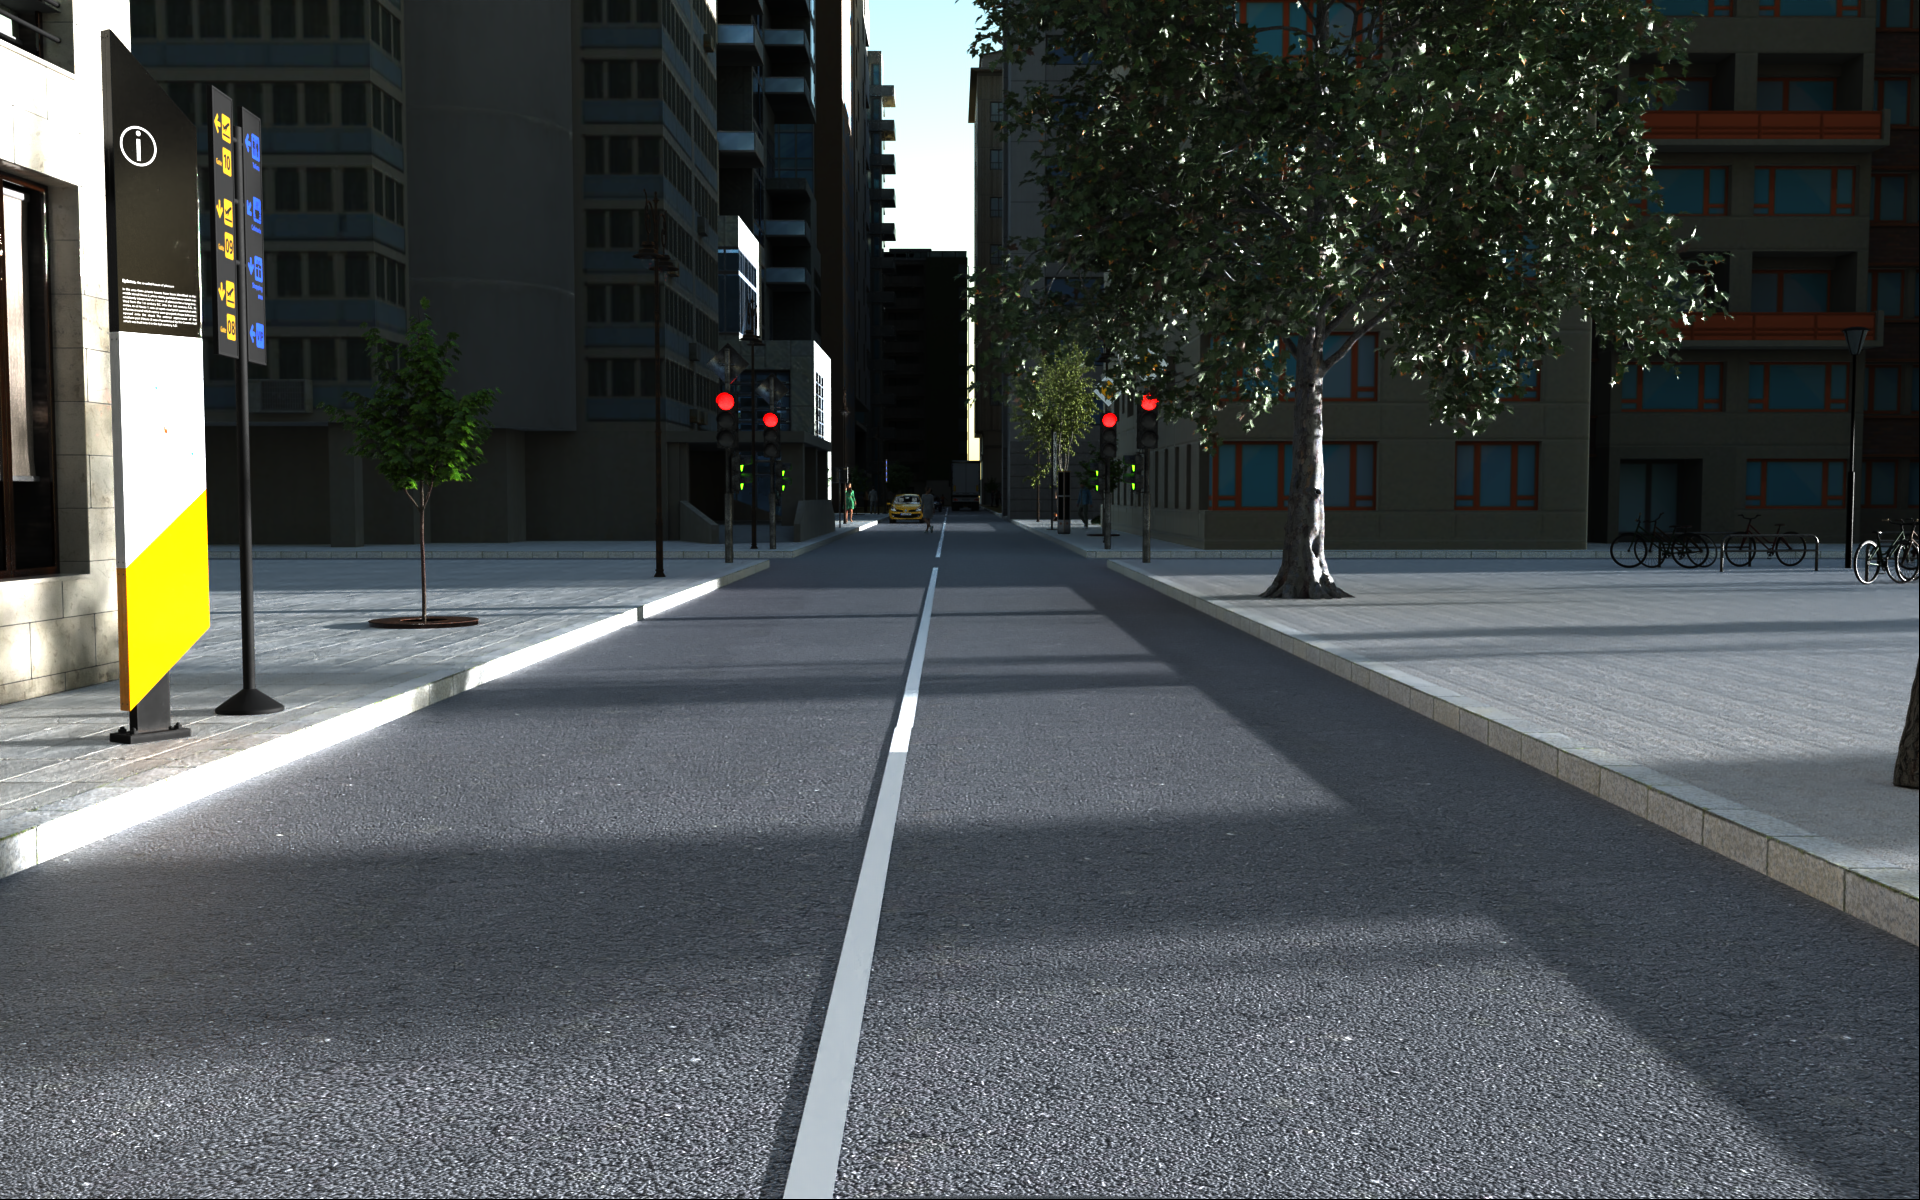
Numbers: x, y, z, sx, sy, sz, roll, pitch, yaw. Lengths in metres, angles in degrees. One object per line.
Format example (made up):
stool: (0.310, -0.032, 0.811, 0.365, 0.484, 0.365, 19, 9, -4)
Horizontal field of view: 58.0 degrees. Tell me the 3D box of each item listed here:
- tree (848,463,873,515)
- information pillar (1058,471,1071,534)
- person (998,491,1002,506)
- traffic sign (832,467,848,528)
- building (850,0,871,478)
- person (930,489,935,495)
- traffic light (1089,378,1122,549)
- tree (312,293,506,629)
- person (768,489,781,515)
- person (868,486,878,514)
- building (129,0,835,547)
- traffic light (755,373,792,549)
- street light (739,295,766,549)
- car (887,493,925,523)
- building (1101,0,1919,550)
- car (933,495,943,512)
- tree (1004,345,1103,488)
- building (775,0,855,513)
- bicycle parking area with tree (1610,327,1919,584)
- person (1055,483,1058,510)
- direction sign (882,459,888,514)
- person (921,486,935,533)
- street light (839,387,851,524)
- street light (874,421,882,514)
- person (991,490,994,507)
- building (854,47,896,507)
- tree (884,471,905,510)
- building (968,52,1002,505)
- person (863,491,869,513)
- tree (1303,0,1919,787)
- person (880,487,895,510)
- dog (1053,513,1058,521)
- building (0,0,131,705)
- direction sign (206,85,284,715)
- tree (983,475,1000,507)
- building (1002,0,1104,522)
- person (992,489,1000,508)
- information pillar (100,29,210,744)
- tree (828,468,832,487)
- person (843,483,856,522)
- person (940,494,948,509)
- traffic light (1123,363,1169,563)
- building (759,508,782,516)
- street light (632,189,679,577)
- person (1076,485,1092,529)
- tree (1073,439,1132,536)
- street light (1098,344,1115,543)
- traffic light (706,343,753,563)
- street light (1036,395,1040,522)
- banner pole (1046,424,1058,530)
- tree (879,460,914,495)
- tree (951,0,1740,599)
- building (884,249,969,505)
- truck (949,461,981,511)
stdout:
tree: (-6.400, -6.796, 105.723, 1.663, 3.219, 1.824, 0, 3, 0)
information pillar: (3.343, -3.128, 55.638, 0.304, 2.012, 0.304, -3, 5, -42)
person: (4.229, -10.737, 183.061, 0.593, 1.643, 0.415, -1, 4, -14)
traffic sign: (-4.551, -3.883, 65.619, 0.606, 2.300, 0.079, 1, 4, 9)
building: (-21.388, -33.908, 143.637, 28.713, 52.752, 27.495, 0, 4, 0)
person: (-2.614, -9.038, 155.902, 1.348, 1.869, 0.705, 0, 4, -4)
traffic light: (3.423, -3.140, 40.258, 0.839, 4.253, 0.868, 0, 4, 0)
tree: (-5.154, -1.357, 16.787, 1.663, 3.219, 1.824, 0, 3, 0)
person: (-6.974, -3.624, 65.636, 0.721, 1.781, 0.623, -3, 4, -37)
person: (-5.608, -6.446, 111.715, 0.678, 1.792, 0.850, 1, 4, 11)
building: (-20.391, -22.006, 51.684, 32.217, 40.220, 23.993, 0, 4, 0)
traffic light: (-4.338, -3.136, 40.199, 0.839, 4.253, 0.868, 0, 4, 0)
street light: (-4.828, -4.138, 40.440, 0.468, 5.910, 1.993, 0, 4, 0)
car: (-2.612, -4.643, 86.142, 2.015, 1.641, 3.980, 0, 4, 1)
building: (19.999, -12.724, 53.072, 28.899, 21.520, 27.650, 0, 4, 0)
car: (-2.325, -7.780, 139.783, 1.945, 1.354, 3.894, 0, 4, -1)
tree: (4.207, -7.702, 76.294, 4.737, 8.622, 4.395, 0, 3, 0)
building: (-14.793, -28.897, 122.581, 14.600, 45.320, 14.200, 0, 4, 0)
bicycle parking area with tree: (15.705, -2.467, 27.332, 9.016, 4.147, 8.231, 0, 4, 3)
person: (4.233, -4.058, 72.730, 0.599, 1.781, 0.374, -1, 4, -15)
direction sign: (-4.882, -7.389, 112.803, 0.379, 3.537, 0.876, 1, 4, 13)
person: (-1.135, -3.283, 62.924, 0.466, 1.731, 0.760, -2, 4, -32)
street light: (-4.973, -6.231, 74.671, 0.468, 5.910, 1.993, 0, 4, 0)
street light: (-5.135, -8.337, 109.102, 0.468, 5.910, 1.993, 0, 4, 0)
person: (3.166, -9.885, 168.584, 0.530, 1.710, 0.541, 2, 4, 30)
building: (-21.957, -34.159, 178.105, 30.456, 49.044, 23.786, 0, 4, 0)
tree: (-5.595, -9.119, 143.702, 1.663, 3.219, 1.824, 0, 3, 0)
building: (14.884, -38.177, 213.426, 27.495, 52.752, 28.713, 0, 4, 0)
person: (-6.510, -6.987, 120.380, 0.705, 1.812, 1.348, 1, 4, 18)
tree: (4.527, -4.444, 7.065, 7.601, 10.594, 8.767, 2, 4, 34)
person: (-5.637, -7.984, 136.581, 1.348, 1.824, 0.705, 1, 4, 21)
dog: (4.545, -3.905, 81.589, 0.550, 0.427, 0.748, 0, 4, -1)
building: (-10.960, -9.091, 3.395, 10.420, 20.320, 16.860, 0, 4, 0)
direction sign: (-4.189, -1.108, 10.110, 0.379, 3.537, 0.876, 0, 4, -5)
tree: (3.187, -11.079, 175.743, 1.663, 3.219, 1.824, 0, 3, 0)
building: (12.957, -34.154, 100.416, 21.231, 58.520, 28.212, 0, 4, 0)
person: (3.391, -9.560, 163.064, 0.721, 1.735, 1.217, -2, 4, -31)
information pillar: (-4.191, -1.081, 9.023, 0.183, 3.616, 0.504, 2, 4, 32)
tree: (-5.889, -4.556, 69.088, 1.663, 3.219, 1.824, 0, 3, 0)
person: (-5.033, -4.418, 78.517, 0.600, 1.795, 0.529, -2, 4, -24)
person: (-1.649, -9.526, 167.515, 1.065, 1.426, 0.557, 2, 4, 24)
traffic light: (3.467, -2.651, 32.273, 0.839, 4.253, 0.868, 0, 4, 0)
building: (-17.357, -47.281, 85.719, 22.319, 86.520, 31.000, 0, 4, 0)
street light: (-4.647, -3.293, 26.624, 0.468, 5.910, 1.993, 0, 4, 0)
person: (4.561, -3.483, 63.340, 0.444, 1.785, 0.601, -2, 4, -33)
tree: (4.382, -3.584, 53.193, 1.663, 3.219, 1.824, 0, 3, 0)
street light: (3.860, -4.454, 45.610, 0.468, 5.910, 1.993, 0, 4, 0)
traffic light: (-4.294, -2.648, 32.214, 0.839, 4.253, 0.868, 0, 4, 0)
street light: (3.604, -6.545, 79.801, 0.468, 5.910, 1.993, 0, 4, 0)
banner pole: (3.320, -4.362, 61.340, 0.401, 3.779, 0.863, -1, 4, -12)
tree: (-5.976, -11.004, 163.636, 4.285, 4.588, 4.351, 0, 3, 0)
tree: (4.391, -6.368, 21.124, 9.611, 12.733, 9.660, 0, 3, 0)
building: (-6.028, -26.610, 206.779, 14.107, 30.474, 14.160, 0, 4, 0)
truck: (0.442, -9.885, 150.532, 2.839, 4.237, 11.283, 0, 4, -1)
